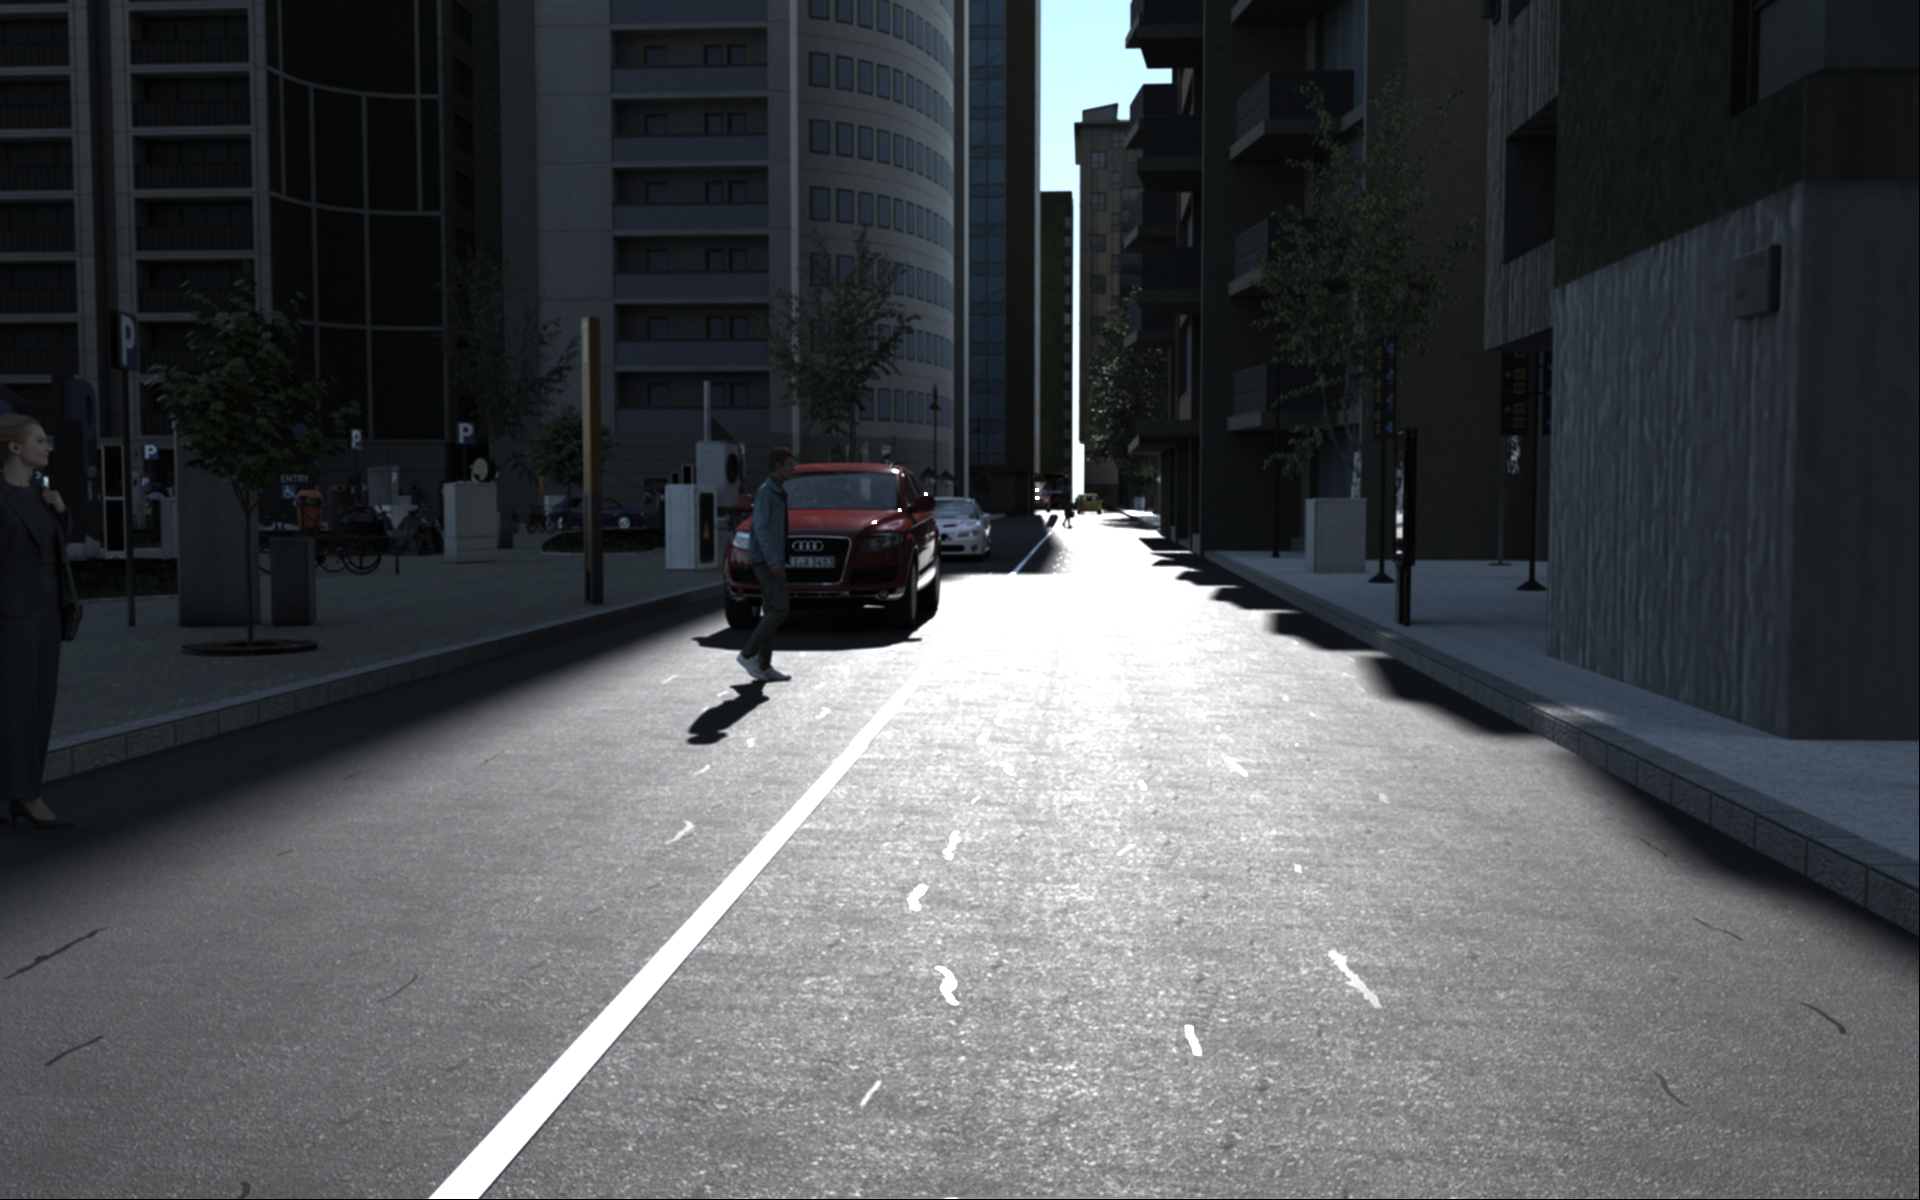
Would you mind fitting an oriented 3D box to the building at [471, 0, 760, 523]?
[{"bbox_3d":[-10.939,-33.503,89.773,21.231,58.520,28.212,0,4,4],"label":"building"}]

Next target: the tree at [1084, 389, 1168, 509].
[{"bbox_3d":[14.246,-13.498,146.439,9.928,11.665,9.643,0,3,0],"label":"tree"}]

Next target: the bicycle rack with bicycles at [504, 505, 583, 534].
[{"bbox_3d":[-13.600,-2.657,56.830,2.852,0.926,2.925,-2,4,-28],"label":"bicycle rack with bicycles"}]

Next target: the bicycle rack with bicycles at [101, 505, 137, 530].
[{"bbox_3d":[-28.895,-2.700,57.527,2.852,0.926,2.925,-3,4,-38],"label":"bicycle rack with bicycles"}]

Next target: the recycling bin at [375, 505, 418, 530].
[{"bbox_3d":[-12.836,-1.648,39.497,0.722,1.027,0.722,3,5,44],"label":"recycling bin"}]

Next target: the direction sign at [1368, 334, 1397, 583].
[{"bbox_3d":[6.119,-2.020,25.029,0.379,3.537,0.876,0,4,-5],"label":"direction sign"}]

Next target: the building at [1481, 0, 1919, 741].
[{"bbox_3d":[11.815,-14.846,14.440,14.160,30.474,14.107,0,4,4],"label":"building"}]

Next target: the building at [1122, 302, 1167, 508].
[{"bbox_3d":[30.025,-19.762,168.144,27.650,21.520,28.899,0,4,4],"label":"building"}]

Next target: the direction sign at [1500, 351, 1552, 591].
[{"bbox_3d":[7.639,-1.898,23.035,0.876,3.537,0.379,1,4,17],"label":"direction sign"}]

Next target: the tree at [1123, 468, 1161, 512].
[{"bbox_3d":[15.041,-9.482,138.740,4.285,4.588,4.351,0,3,0],"label":"tree"}]

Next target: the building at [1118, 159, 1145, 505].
[{"bbox_3d":[26.649,-32.428,213.793,14.154,41.232,14.086,0,4,4],"label":"building"}]

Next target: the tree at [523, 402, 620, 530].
[{"bbox_3d":[-13.856,-4.774,61.761,4.285,4.588,4.351,0,3,0],"label":"tree"}]

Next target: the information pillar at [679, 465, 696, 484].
[{"bbox_3d":[-6.768,-2.378,43.373,0.304,2.012,0.304,1,4,11],"label":"information pillar"}]

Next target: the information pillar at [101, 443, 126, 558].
[{"bbox_3d":[-12.291,-1.269,25.232,0.304,2.012,0.304,-1,4,-17],"label":"information pillar"}]

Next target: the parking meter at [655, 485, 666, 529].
[{"bbox_3d":[-8.192,-2.396,47.584,0.372,1.533,0.369,0,3,0],"label":"parking meter"}]

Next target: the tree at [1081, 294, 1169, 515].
[{"bbox_3d":[12.476,-12.331,108.270,9.857,13.997,8.962,0,3,0],"label":"tree"}]

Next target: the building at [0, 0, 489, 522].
[{"bbox_3d":[-34.419,-39.439,83.076,20.611,71.187,20.563,0,4,4],"label":"building"}]

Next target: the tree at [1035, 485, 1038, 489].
[{"bbox_3d":[8.227,-12.955,206.419,1.663,3.219,1.824,0,3,0],"label":"tree"}]

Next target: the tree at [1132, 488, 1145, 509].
[{"bbox_3d":[15.721,-9.685,152.953,1.663,3.219,1.824,0,3,0],"label":"tree"}]

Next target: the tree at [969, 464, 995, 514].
[{"bbox_3d":[1.643,-7.075,110.283,1.663,3.219,1.824,0,3,0],"label":"tree"}]

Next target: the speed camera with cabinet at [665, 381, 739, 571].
[{"bbox_3d":[-4.395,-2.159,29.641,0.660,3.252,2.038,1,4,13],"label":"speed camera with cabinet"}]

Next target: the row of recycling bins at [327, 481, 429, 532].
[{"bbox_3d":[-18.551,-2.945,55.260,3.534,1.692,1.069,1,4,13],"label":"row of recycling bins"}]

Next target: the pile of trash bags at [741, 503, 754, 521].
[{"bbox_3d":[-5.224,-2.593,52.156,1.912,1.369,3.447,-3,5,-40],"label":"pile of trash bags"}]

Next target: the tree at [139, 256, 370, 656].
[{"bbox_3d":[-5.701,-1.197,14.178,1.663,3.219,1.824,0,3,0],"label":"tree"}]

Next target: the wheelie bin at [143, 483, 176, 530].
[{"bbox_3d":[-23.909,-2.672,51.596,0.980,1.594,0.693,3,5,43],"label":"wheelie bin"}]

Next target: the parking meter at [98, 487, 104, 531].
[{"bbox_3d":[-21.742,-2.147,43.521,0.372,1.533,0.369,0,3,0],"label":"parking meter"}]

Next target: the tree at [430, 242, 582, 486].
[{"bbox_3d":[-13.602,-6.179,51.389,4.360,8.622,3.978,0,3,0],"label":"tree"}]

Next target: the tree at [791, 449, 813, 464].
[{"bbox_3d":[-6.794,-4.823,73.456,1.663,3.219,1.824,0,3,0],"label":"tree"}]

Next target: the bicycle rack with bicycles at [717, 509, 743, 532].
[{"bbox_3d":[-7.159,-2.792,59.034,2.852,0.926,2.925,-2,4,-35],"label":"bicycle rack with bicycles"}]

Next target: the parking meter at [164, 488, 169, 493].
[{"bbox_3d":[-27.271,-3.113,59.312,0.372,1.533,0.369,0,3,0],"label":"parking meter"}]

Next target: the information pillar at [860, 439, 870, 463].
[{"bbox_3d":[-3.997,-5.011,73.283,0.504,3.616,0.183,3,4,36],"label":"information pillar"}]

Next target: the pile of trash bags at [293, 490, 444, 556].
[{"bbox_3d":[-12.690,-1.671,37.081,3.447,1.369,1.912,1,4,13],"label":"pile of trash bags"}]

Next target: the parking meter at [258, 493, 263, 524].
[{"bbox_3d":[-29.858,-4.174,73.957,0.255,1.863,0.399,3,5,44],"label":"parking meter"}]

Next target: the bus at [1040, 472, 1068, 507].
[{"bbox_3d":[10.771,-12.468,195.402,2.896,3.916,12.252,0,4,5],"label":"bus"}]

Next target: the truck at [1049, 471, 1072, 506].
[{"bbox_3d":[12.107,-13.501,209.653,2.839,4.237,11.283,0,4,6],"label":"truck"}]

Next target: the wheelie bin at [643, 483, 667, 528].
[{"bbox_3d":[-8.744,-2.583,50.137,0.693,1.594,0.980,3,5,41],"label":"wheelie bin"}]

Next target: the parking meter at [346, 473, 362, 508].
[{"bbox_3d":[-16.854,-2.596,48.152,0.399,1.863,0.255,-1,4,-21],"label":"parking meter"}]

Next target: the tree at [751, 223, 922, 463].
[{"bbox_3d":[-3.231,-5.882,46.540,4.737,8.622,4.395,0,3,0],"label":"tree"}]

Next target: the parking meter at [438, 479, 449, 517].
[{"bbox_3d":[-19.278,-3.609,64.717,0.399,1.863,0.255,-1,4,-11],"label":"parking meter"}]

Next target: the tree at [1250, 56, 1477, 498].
[{"bbox_3d":[6.904,-4.878,30.110,4.737,8.622,4.395,0,3,0],"label":"tree"}]

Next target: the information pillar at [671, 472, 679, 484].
[{"bbox_3d":[-9.444,-3.258,57.757,0.304,2.012,0.304,0,4,6],"label":"information pillar"}]

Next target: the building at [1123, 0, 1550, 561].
[{"bbox_3d":[15.629,-23.903,45.441,22.147,44.769,28.867,0,4,4],"label":"building"}]

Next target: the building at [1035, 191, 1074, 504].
[{"bbox_3d":[8.414,-33.797,236.171,14.086,41.232,14.154,0,4,4],"label":"building"}]

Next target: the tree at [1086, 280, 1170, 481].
[{"bbox_3d":[10.915,-10.516,88.949,9.611,12.733,9.660,0,3,0],"label":"tree"}]

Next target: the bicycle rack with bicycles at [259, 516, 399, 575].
[{"bbox_3d":[-10.430,-0.884,27.831,2.925,0.926,2.852,-3,4,-36],"label":"bicycle rack with bicycles"}]

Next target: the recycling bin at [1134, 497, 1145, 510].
[{"bbox_3d":[14.879,-8.002,143.387,0.722,1.027,0.722,2,4,33],"label":"recycling bin"}]

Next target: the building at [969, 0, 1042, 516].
[{"bbox_3d":[-1.564,-28.662,118.729,14.600,45.320,14.200,0,4,4],"label":"building"}]
